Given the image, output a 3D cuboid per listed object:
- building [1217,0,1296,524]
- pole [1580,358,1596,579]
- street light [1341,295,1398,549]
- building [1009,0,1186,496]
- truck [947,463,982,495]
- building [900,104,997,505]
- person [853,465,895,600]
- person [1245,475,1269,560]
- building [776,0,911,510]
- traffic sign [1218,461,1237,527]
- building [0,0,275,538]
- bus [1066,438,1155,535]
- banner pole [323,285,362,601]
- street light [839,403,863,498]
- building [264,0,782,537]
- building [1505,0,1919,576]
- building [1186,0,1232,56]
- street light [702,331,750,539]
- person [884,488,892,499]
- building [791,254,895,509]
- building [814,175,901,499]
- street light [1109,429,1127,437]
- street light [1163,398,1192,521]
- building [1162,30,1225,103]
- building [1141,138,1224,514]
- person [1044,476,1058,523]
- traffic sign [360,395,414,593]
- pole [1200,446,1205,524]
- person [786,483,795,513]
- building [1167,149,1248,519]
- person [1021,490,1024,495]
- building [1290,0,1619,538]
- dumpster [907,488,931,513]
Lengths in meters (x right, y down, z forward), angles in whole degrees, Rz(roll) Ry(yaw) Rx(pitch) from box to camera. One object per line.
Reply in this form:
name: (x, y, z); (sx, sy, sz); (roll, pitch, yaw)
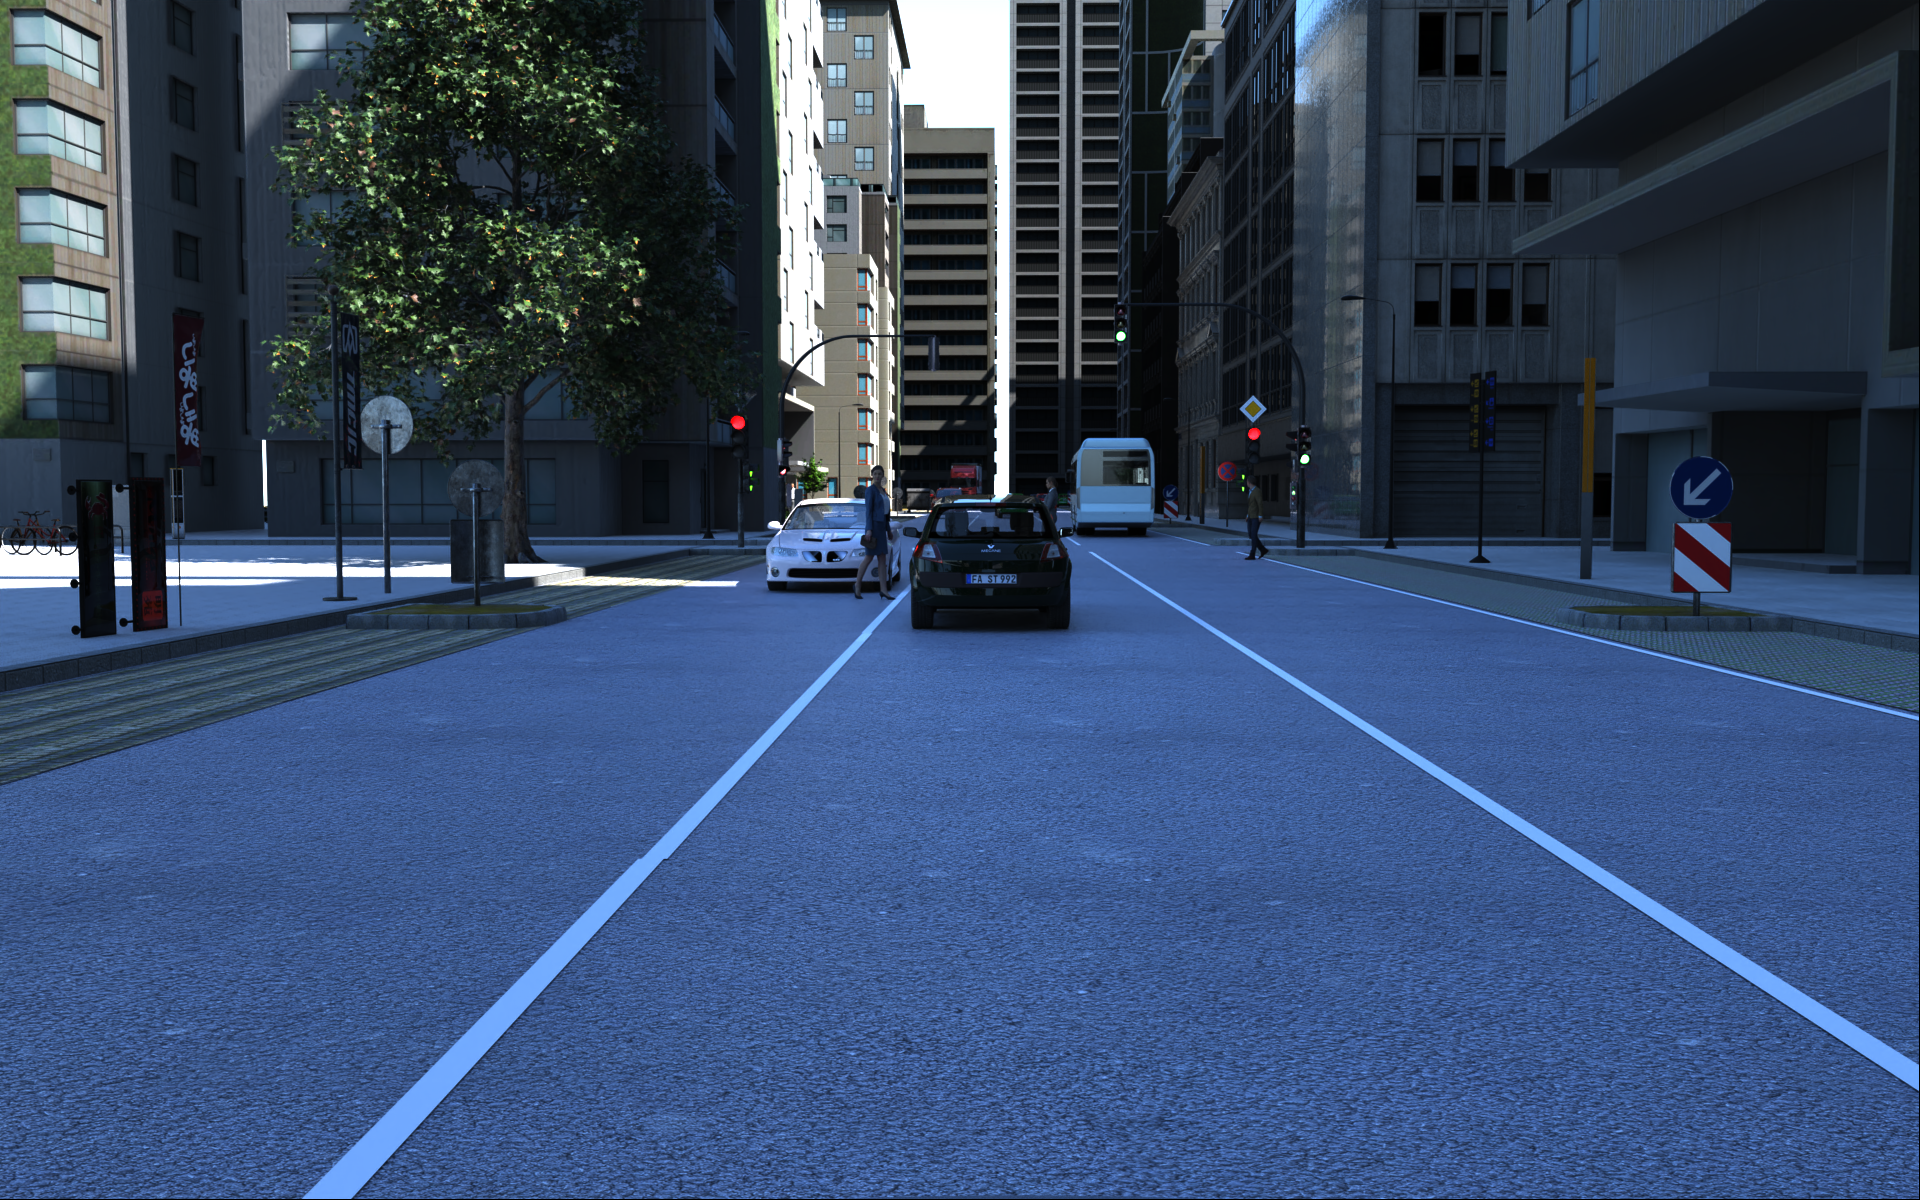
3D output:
building: (19.547, -17.123, 73.476); (14.314, 27.812, 24.014); (0, 4, 1)
pole: (9.451, -1.970, 26.054); (0.158, 3.312, 0.155); (0, 3, 0)
street light: (9.586, -4.161, 40.570); (1.470, 5.913, 1.316); (0, 4, 1)
building: (16.476, -47.691, 218.004); (20.611, 71.187, 20.563); (0, 4, 1)
truck: (0.551, -10.432, 159.468); (2.839, 4.237, 11.283); (0, 4, 3)
building: (-6.098, -36.409, 218.987); (21.600, 48.544, 21.300); (0, 4, 1)
person: (-1.162, -0.920, 23.571); (0.654, 1.822, 0.581); (3, 5, 44)
person: (6.464, -1.809, 37.987); (0.836, 1.842, 0.656); (-3, 5, -42)
building: (-19.650, -36.427, 184.812); (27.495, 52.752, 28.713); (0, 4, 1)
traffic sign: (10.420, -4.120, 67.466); (0.768, 2.556, 0.104); (0, 4, 5)
building: (-32.722, -22.787, 56.156); (14.086, 41.232, 14.154); (0, 4, 1)
bus: (5.417, -4.193, 63.410); (2.948, 3.499, 13.247); (0, 4, 3)
banner pole: (-7.461, -1.898, 21.050); (0.401, 3.779, 0.863); (0, 4, 8)
street light: (-5.645, -7.113, 88.833); (1.470, 5.913, 1.316); (0, 4, 1)
building: (-13.745, -22.797, 56.326); (14.154, 41.232, 14.086); (0, 4, 1)
building: (25.448, -26.649, 24.954); (28.713, 52.752, 27.495); (0, 4, 1)
building: (23.666, -44.346, 163.310); (20.563, 71.187, 20.611); (0, 4, 1)
street light: (-6.684, -4.711, 49.563); (1.470, 5.913, 1.316); (0, 4, 1)
person: (-5.533, -7.515, 129.731); (0.721, 1.723, 1.217); (3, 4, 37)
building: (-19.974, -18.019, 139.643); (27.650, 21.520, 28.899); (0, 4, 1)
building: (-12.920, -23.793, 160.724); (14.160, 30.474, 14.107); (0, 4, 1)
street light: (11.377, -9.257, 123.890); (1.470, 5.913, 1.316); (0, 4, 1)
street light: (10.526, -6.806, 83.812); (1.470, 5.913, 1.316); (0, 4, 1)
building: (29.726, -27.449, 140.670); (32.217, 40.220, 23.993); (0, 4, 1)
building: (18.963, -17.514, 116.035); (12.332, 23.373, 15.834); (0, 4, 1)
person: (1.736, -1.633, 35.480); (0.573, 1.790, 0.520); (0, 4, -4)
traffic sign: (-7.399, -1.359, 22.318); (0.768, 2.556, 0.104); (1, 4, 10)
pole: (10.351, -4.901, 73.977); (0.158, 3.312, 0.155); (0, 3, 0)
person: (-8.289, -4.828, 85.073); (0.679, 1.850, 0.850); (1, 4, 13)
building: (18.376, -15.969, 97.247); (11.583, 22.565, 21.152); (0, 4, 1)
person: (6.717, -10.811, 185.289); (0.705, 1.821, 1.348); (-2, 4, -25)
building: (21.624, -14.498, 55.063); (19.932, 24.808, 12.078); (0, 4, 1)
dumpster: (-3.154, -7.566, 131.921); (1.865, 1.857, 1.264); (0, 4, 2)
